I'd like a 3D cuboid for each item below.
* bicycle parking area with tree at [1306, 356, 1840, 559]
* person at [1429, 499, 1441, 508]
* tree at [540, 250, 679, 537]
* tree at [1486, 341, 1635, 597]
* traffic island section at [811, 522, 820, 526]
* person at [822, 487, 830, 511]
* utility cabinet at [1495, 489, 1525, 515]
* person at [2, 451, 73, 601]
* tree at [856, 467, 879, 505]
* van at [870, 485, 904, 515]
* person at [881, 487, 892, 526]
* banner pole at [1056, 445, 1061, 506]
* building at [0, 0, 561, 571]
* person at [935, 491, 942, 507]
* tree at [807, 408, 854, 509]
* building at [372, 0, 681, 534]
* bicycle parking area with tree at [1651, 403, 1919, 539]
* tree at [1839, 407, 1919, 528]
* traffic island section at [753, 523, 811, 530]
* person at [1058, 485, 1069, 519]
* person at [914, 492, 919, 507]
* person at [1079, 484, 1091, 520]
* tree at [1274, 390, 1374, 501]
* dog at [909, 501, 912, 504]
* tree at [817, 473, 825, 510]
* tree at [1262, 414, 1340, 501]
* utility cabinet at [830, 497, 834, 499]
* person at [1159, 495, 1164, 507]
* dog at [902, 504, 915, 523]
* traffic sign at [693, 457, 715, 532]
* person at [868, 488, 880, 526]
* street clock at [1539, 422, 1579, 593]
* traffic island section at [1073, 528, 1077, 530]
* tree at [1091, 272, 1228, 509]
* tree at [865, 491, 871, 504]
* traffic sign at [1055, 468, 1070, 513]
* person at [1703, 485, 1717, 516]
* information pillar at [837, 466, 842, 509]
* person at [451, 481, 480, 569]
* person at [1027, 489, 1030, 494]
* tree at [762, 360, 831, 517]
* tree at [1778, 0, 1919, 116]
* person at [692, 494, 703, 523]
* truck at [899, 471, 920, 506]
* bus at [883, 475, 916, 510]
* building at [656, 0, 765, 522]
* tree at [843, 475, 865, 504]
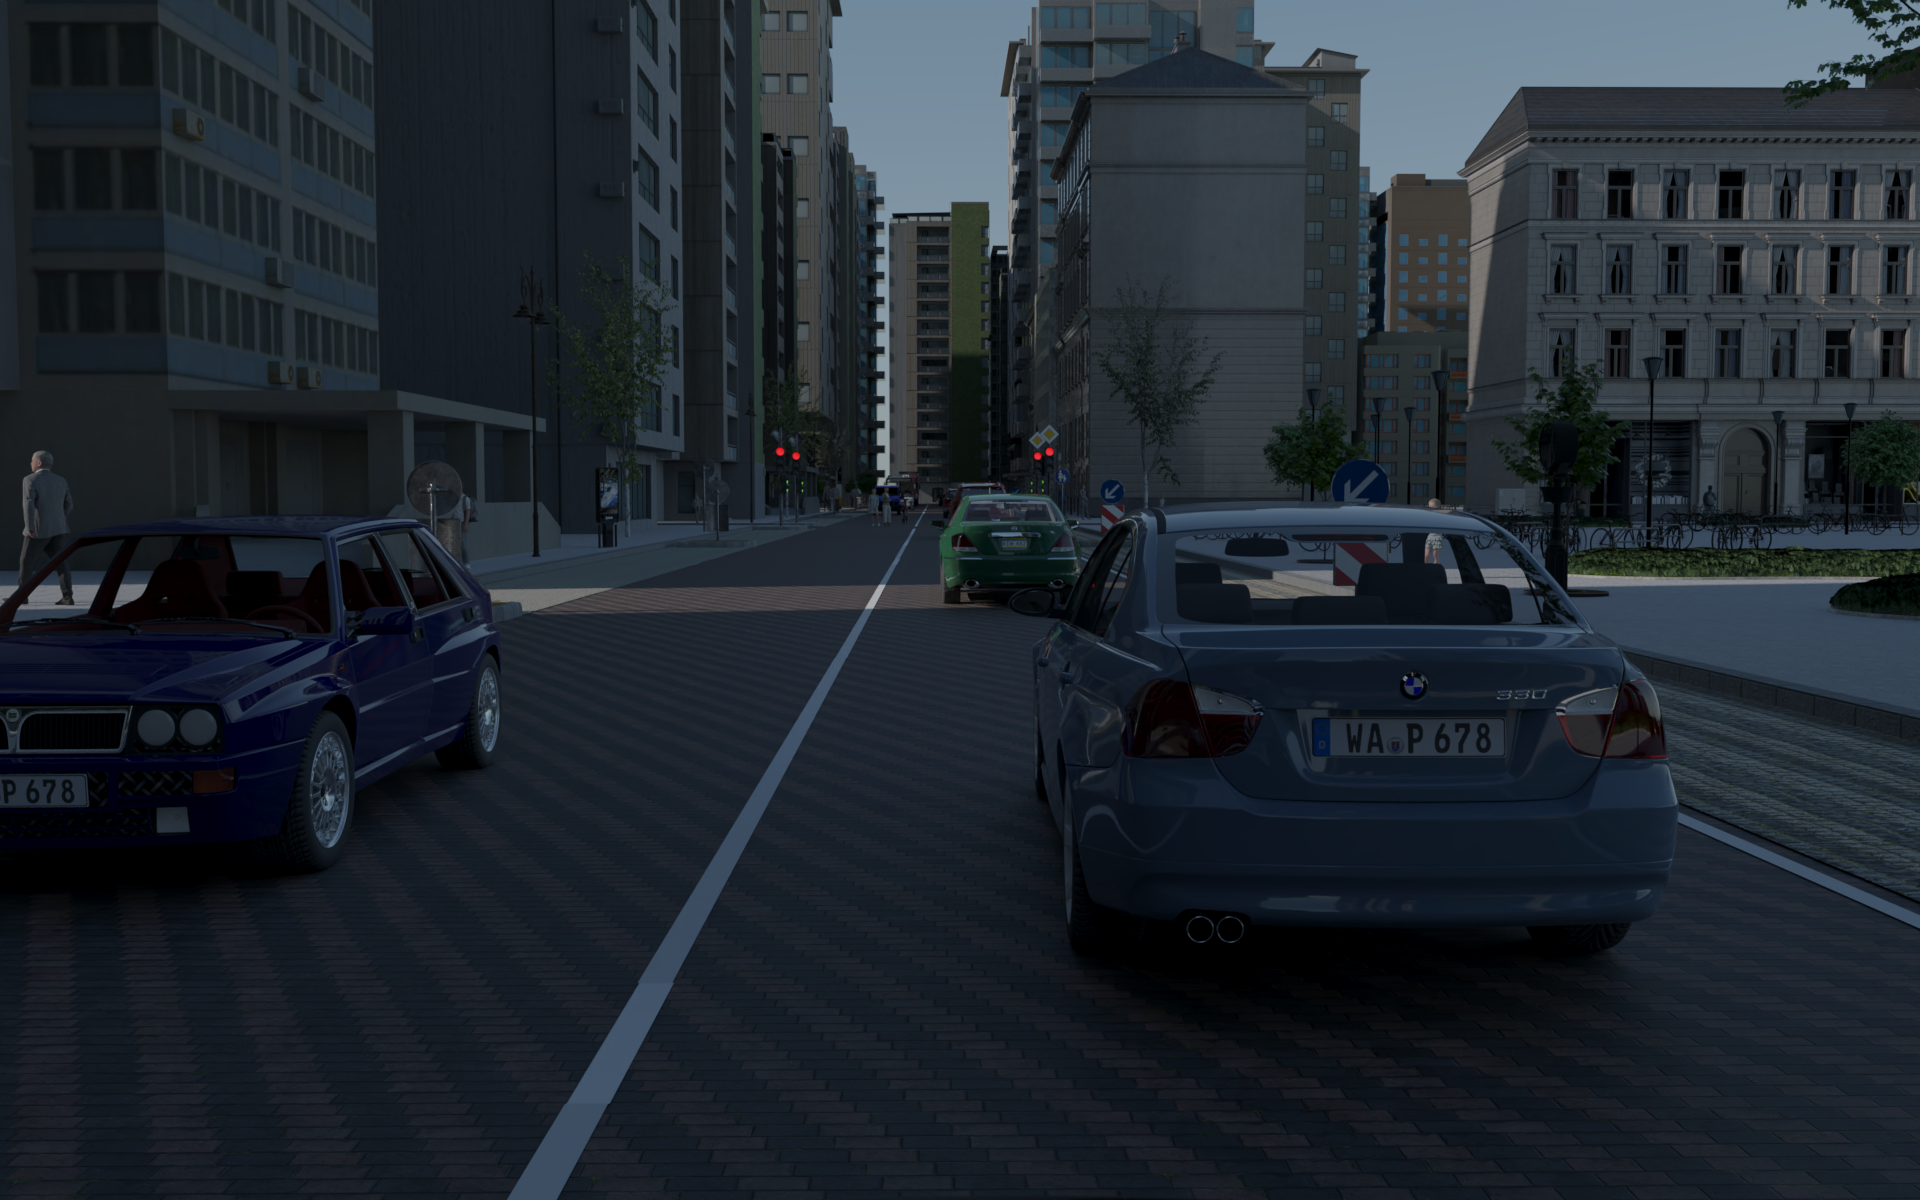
[{"bbox_3d":[12.657,-3.131,38.201,9.016,4.147,8.231,-2,4,-27],"label":"bicycle parking area with tree"},{"bbox_3d":[7.272,-0.935,26.348,0.505,1.210,0.382,2,4,34],"label":"person"},{"bbox_3d":[-10.125,-6.180,51.413,4.737,8.622,4.395,0,3,0],"label":"tree"},{"bbox_3d":[7.755,-1.679,22.056,1.663,3.219,1.824,0,3,0],"label":"tree"},{"bbox_3d":[-7.343,-3.396,77.798,2.009,0.180,2.903,0,4,-1],"label":"traffic island section"},{"bbox_3d":[-9.785,-7.433,127.759,0.709,1.800,0.728,1,4,14],"label":"person"},{"bbox_3d":[22.571,-3.814,71.034,1.173,1.500,0.318,-1,4,-12],"label":"utility cabinet"},{"bbox_3d":[-10.620,-0.828,19.974,0.834,1.777,0.661,1,4,13],"label":"person"},{"bbox_3d":[-11.531,-13.975,212.207,4.285,4.588,4.351,0,3,0],"label":"tree"},{"bbox_3d":[-5.010,-7.023,119.212,2.240,2.365,5.245,0,4,-2],"label":"van"},{"bbox_3d":[-3.310,-4.245,78.447,0.362,1.759,0.519,3,4,37],"label":"person"},{"bbox_3d":[5.005,-5.982,87.829,0.401,3.779,0.863,1,4,21],"label":"banner pole"},{"bbox_3d":[-25.534,-20.862,32.977,32.217,40.220,23.993,0,4,-1],"label":"building"},{"bbox_3d":[-2.226,-11.522,197.406,1.217,1.766,0.721,2,4,24],"label":"person"},{"bbox_3d":[-11.326,-12.168,149.311,4.360,8.622,3.978,0,3,0],"label":"tree"},{"bbox_3d":[-17.343,-17.704,61.167,14.107,30.474,14.160,0,4,-1],"label":"building"},{"bbox_3d":[28.222,-4.287,57.088,9.016,4.147,8.231,1,4,15],"label":"bicycle parking area with tree"},{"bbox_3d":[35.288,-5.022,65.822,4.285,4.588,4.351,0,3,0],"label":"tree"},{"bbox_3d":[-7.224,-2.907,69.814,2.009,0.180,2.903,0,4,-1],"label":"traffic island section"},{"bbox_3d":[5.368,-5.161,90.604,0.419,1.800,0.721,-2,4,-25],"label":"person"},{"bbox_3d":[-4.737,-10.734,184.938,0.436,1.711,0.756,-2,4,-27],"label":"person"},{"bbox_3d":[6.280,-4.917,86.708,0.573,1.790,0.520,1,4,13],"label":"person"},{"bbox_3d":[6.912,-2.296,32.137,1.663,3.219,1.824,0,3,0],"label":"tree"},{"bbox_3d":[-4.180,-8.173,150.461,0.513,0.831,0.800,0,4,-7],"label":"dog"},{"bbox_3d":[-11.547,-8.783,138.205,1.663,3.219,1.824,0,3,0],"label":"tree"},{"bbox_3d":[13.306,-5.094,66.995,4.285,4.588,4.351,0,3,0],"label":"tree"},{"bbox_3d":[-10.021,-7.804,136.272,0.318,1.500,1.173,-1,4,-12],"label":"utility cabinet"},{"bbox_3d":[10.609,-4.900,90.841,0.332,1.250,0.352,-1,4,-10],"label":"person"},{"bbox_3d":[-2.612,-4.196,85.436,0.513,0.831,0.800,1,4,22],"label":"dog"},{"bbox_3d":[-8.735,-3.608,59.094,0.768,2.556,0.104,0,4,4],"label":"traffic sign"},{"bbox_3d":[-3.850,-4.160,77.512,0.512,1.701,0.522,0,4,-6],"label":"person"},{"bbox_3d":[6.029,-0.790,17.492,0.358,2.002,0.471,0,4,-3],"label":"street clock"},{"bbox_3d":[3.616,-2.917,69.971,2.009,0.180,2.903,0,4,-1],"label":"traffic island section"},{"bbox_3d":[6.447,-6.577,57.904,4.360,8.622,3.978,0,3,0],"label":"tree"},{"bbox_3d":[-12.689,-14.417,230.315,1.663,3.219,1.824,0,3,0],"label":"tree"},{"bbox_3d":[5.065,-5.241,85.804,0.768,2.556,0.104,0,4,4],"label":"traffic sign"},{"bbox_3d":[32.969,-4.147,76.290,0.713,1.824,0.794,-2,4,-25],"label":"person"},{"bbox_3d":[-10.153,-9.439,145.689,0.504,3.616,0.183,-3,5,-40],"label":"information pillar"},{"bbox_3d":[-8.527,-1.289,29.721,0.503,1.515,0.523,1,4,9],"label":"person"},{"bbox_3d":[5.176,-7.545,129.946,0.362,1.759,0.519,0,4,1],"label":"person"},{"bbox_3d":[-9.483,-8.917,96.161,4.737,8.622,4.395,0,3,0],"label":"tree"},{"bbox_3d":[7.852,-5.198,10.741,9.928,11.665,9.643,0,3,0],"label":"tree"},{"bbox_3d":[-11.652,-4.073,76.902,0.475,1.303,0.640,-2,4,-26],"label":"person"},{"bbox_3d":[-6.357,-13.907,216.294,2.839,4.237,11.283,0,4,-1],"label":"truck"},{"bbox_3d":[-5.688,-10.198,161.602,2.948,3.499,13.247,0,4,-2],"label":"bus"},{"bbox_3d":[-17.305,-24.497,84.115,14.154,41.232,14.086,0,4,-1],"label":"building"},{"bbox_3d":[-10.632,-10.776,170.790,1.663,3.219,1.824,0,3,0],"label":"tree"}]
